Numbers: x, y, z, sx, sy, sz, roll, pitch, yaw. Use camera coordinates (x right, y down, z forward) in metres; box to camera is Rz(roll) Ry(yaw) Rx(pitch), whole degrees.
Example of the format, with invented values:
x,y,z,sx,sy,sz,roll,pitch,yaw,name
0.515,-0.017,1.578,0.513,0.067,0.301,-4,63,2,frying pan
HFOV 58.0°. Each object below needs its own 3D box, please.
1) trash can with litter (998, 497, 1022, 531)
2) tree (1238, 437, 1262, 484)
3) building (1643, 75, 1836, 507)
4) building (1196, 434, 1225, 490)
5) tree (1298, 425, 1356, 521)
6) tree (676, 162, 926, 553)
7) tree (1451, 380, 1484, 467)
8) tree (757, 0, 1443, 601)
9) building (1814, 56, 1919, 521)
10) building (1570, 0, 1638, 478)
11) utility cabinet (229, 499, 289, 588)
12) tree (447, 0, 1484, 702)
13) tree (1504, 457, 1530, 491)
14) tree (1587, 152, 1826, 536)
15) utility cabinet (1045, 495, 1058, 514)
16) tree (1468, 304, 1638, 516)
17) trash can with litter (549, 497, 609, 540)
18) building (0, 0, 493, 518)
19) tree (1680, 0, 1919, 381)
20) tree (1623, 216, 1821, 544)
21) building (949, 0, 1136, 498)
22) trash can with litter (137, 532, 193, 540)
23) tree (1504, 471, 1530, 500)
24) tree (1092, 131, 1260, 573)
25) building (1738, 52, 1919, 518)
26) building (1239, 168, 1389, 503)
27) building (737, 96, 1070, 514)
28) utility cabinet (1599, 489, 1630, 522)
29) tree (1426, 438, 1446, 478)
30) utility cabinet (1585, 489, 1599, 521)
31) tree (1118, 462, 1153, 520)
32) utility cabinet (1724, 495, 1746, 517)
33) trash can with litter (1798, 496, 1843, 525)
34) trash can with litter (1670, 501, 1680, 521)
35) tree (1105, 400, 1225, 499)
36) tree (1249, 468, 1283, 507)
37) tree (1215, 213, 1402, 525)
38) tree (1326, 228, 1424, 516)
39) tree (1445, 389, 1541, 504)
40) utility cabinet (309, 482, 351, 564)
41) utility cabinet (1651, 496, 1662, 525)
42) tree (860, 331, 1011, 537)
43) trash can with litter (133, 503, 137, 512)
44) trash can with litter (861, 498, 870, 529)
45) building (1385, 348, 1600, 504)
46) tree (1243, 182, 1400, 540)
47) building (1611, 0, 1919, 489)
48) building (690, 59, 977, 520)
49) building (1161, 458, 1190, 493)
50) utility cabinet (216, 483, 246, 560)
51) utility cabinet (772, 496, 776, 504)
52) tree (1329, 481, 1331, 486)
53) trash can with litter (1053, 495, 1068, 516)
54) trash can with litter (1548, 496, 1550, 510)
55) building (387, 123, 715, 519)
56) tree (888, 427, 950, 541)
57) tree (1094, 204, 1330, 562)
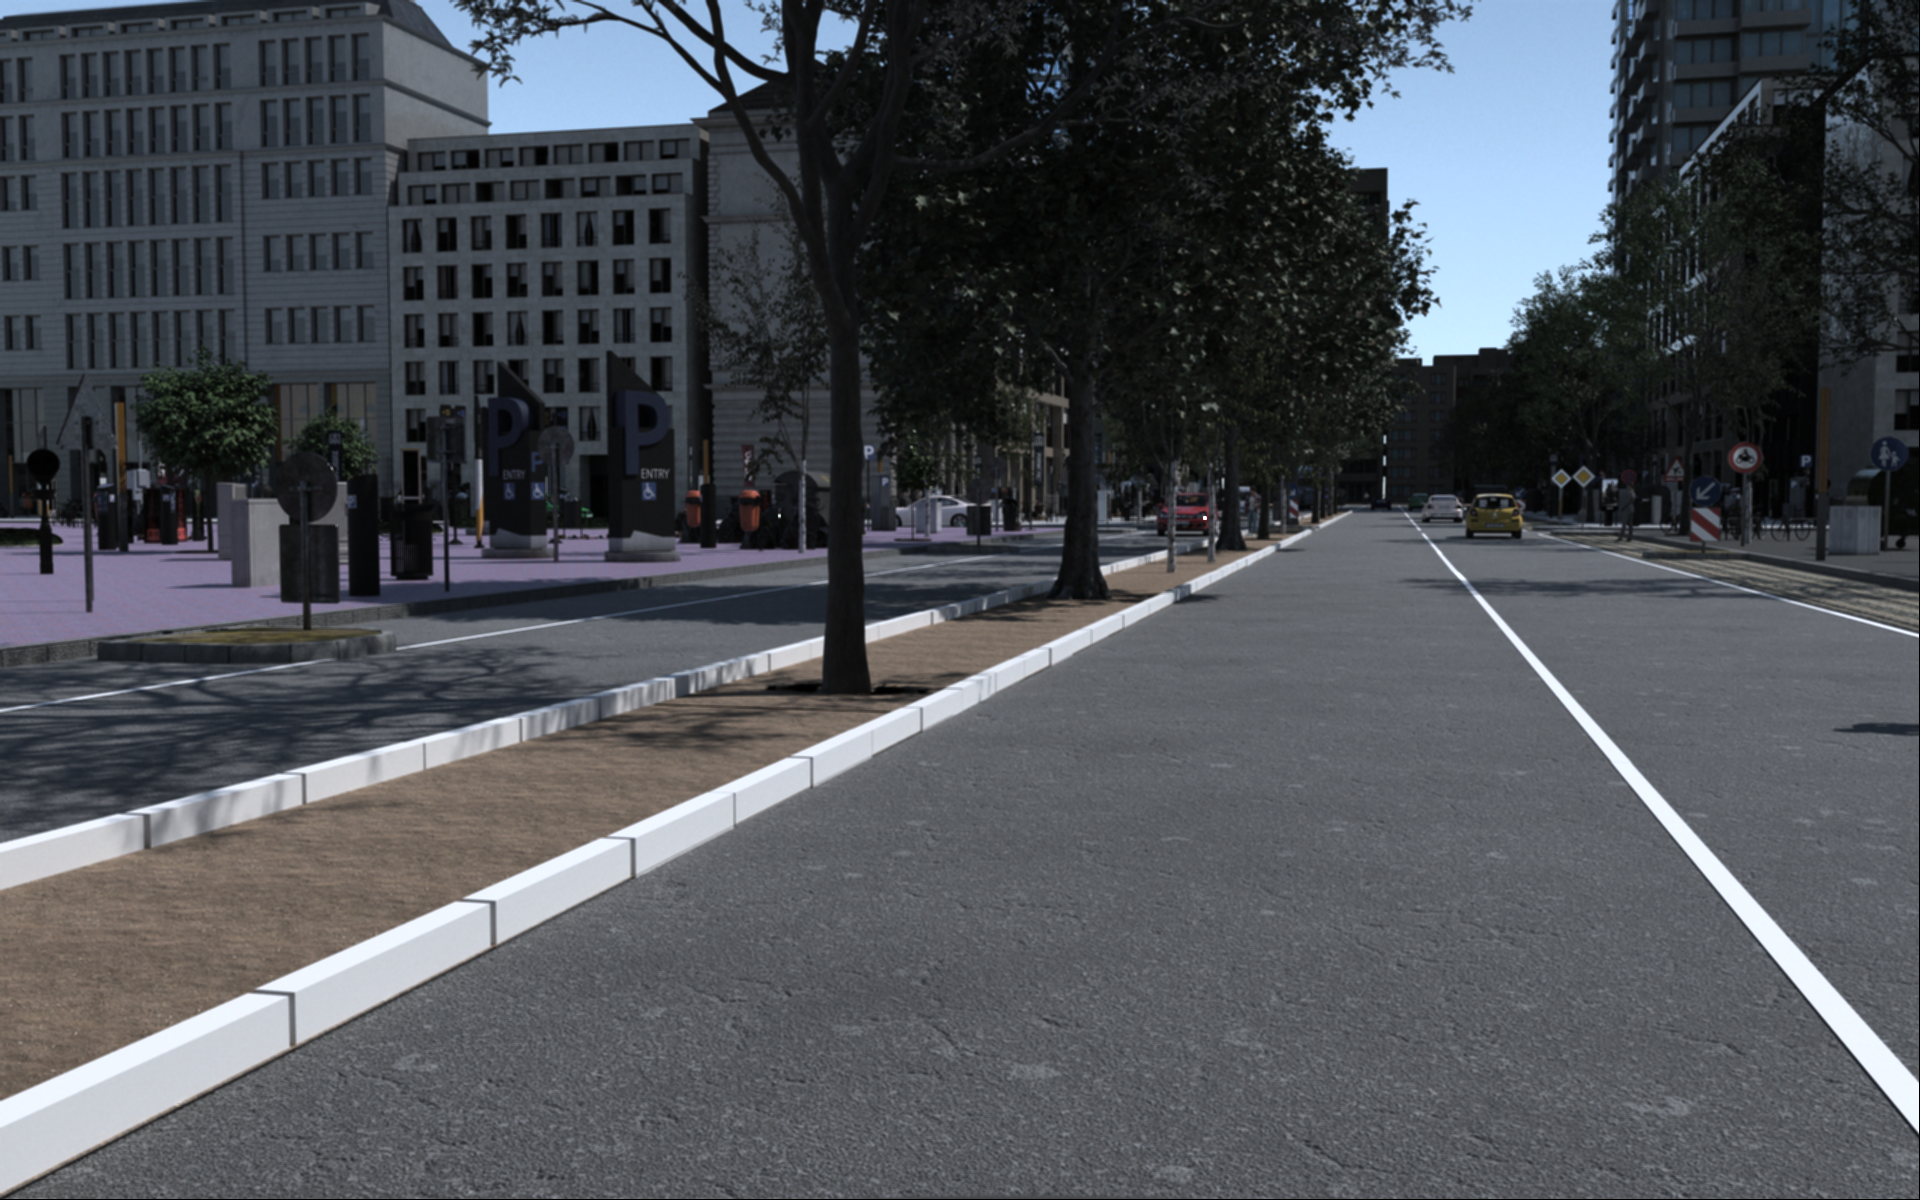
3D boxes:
x,y,z,sx,sy,sz,roll,pitch,yaw,name
1.762,-2.972,59.986,0.624,1.170,1.055,1,4,21,trash can with litter
19.918,-13.265,135.017,7.486,12.596,7.792,0,3,0,tree
59.568,-19.190,118.279,19.350,26.468,34.151,1,4,14,building
23.970,-38.808,254.126,30.456,49.044,23.786,1,4,14,building
19.088,-8.516,92.052,4.360,8.622,3.978,0,3,0,tree
-3.655,-5.332,37.534,4.360,8.622,3.978,0,3,0,tree
28.366,-9.295,77.723,9.928,11.665,9.643,0,3,0,tree
1.684,-6.363,23.508,9.611,12.733,9.660,0,3,0,tree
48.922,-13.626,77.541,16.860,20.320,10.420,1,4,14,building
77.156,-53.125,181.267,22.319,86.520,31.000,1,4,14,building
-9.787,-0.800,24.235,0.306,1.237,1.020,1,4,11,utility cabinet
-0.823,-6.060,11.900,12.009,13.543,11.850,0,3,0,tree
47.069,-12.107,148.315,4.737,8.622,4.395,0,3,0,tree
22.336,-7.759,52.621,9.928,11.665,9.643,0,3,0,tree
5.998,-6.210,112.701,1.020,1.237,0.306,3,5,41,utility cabinet
34.648,-11.258,101.075,9.611,12.733,9.660,0,3,0,tree
-10.684,-2.343,49.358,2.233,1.210,1.678,0,4,2,trash can with litter
-43.401,-19.765,100.646,29.804,29.767,11.434,1,4,14,building
16.014,-5.653,26.841,8.767,10.594,7.601,0,4,6,tree
20.216,-5.769,44.684,4.360,8.622,3.978,0,3,0,tree
6.015,-52.063,163.902,22.319,86.520,31.000,1,4,14,building
-22.415,-2.300,48.665,2.233,1.210,1.678,1,4,9,trash can with litter
39.426,-7.804,122.200,1.663,3.219,1.824,0,3,0,tree
3.876,-4.805,31.390,4.360,8.622,3.978,0,3,0,tree
51.033,-16.214,94.782,12.332,23.373,15.834,1,4,14,building
49.766,-38.099,246.625,21.600,48.544,21.300,1,4,14,building
-3.102,-19.513,123.550,19.350,26.468,34.151,1,4,14,building
29.984,-4.314,79.218,1.173,1.500,0.318,1,4,9,utility cabinet
62.293,-17.114,214.232,8.767,10.594,7.601,0,4,-3,tree
30.297,-4.504,82.317,0.318,1.500,1.173,-2,4,-31,utility cabinet
8.716,-5.534,85.090,1.663,3.219,1.824,0,3,0,tree
38.031,-4.511,84.922,1.020,1.237,0.306,1,4,22,utility cabinet
35.851,-3.701,71.568,1.678,1.210,2.233,-3,4,-39,trash can with litter
33.332,-4.274,81.267,0.624,1.170,1.055,-2,4,-33,trash can with litter
11.987,-11.244,101.966,7.486,12.596,7.792,0,3,0,tree
34.847,-12.960,195.608,4.285,4.588,4.351,0,3,0,tree
14.134,-10.058,73.560,9.857,13.997,8.962,0,3,0,tree
22.633,-15.456,111.053,12.611,20.169,13.585,0,3,0,tree
41.452,-11.880,128.654,7.601,10.594,8.767,2,4,34,tree
-11.328,-1.402,31.594,0.318,1.500,1.173,3,5,43,utility cabinet
28.995,-3.726,72.085,0.306,1.237,1.020,1,4,17,utility cabinet
-0.961,-6.170,51.235,4.737,8.622,4.395,0,3,0,tree
-29.690,-3.118,62.373,1.055,1.170,0.624,-3,4,-38,trash can with litter
-3.466,-2.869,58.300,0.624,1.170,1.055,1,4,13,trash can with litter
75.057,-24.435,244.550,28.899,21.520,27.650,1,4,14,building
9.530,-7.659,53.430,9.928,11.665,9.643,0,3,0,tree
70.458,-32.573,152.180,23.786,49.044,30.456,1,4,14,building
-5.802,-16.319,95.700,11.050,23.489,19.941,1,4,14,building
10.896,-21.741,200.507,28.899,21.520,27.650,1,4,14,building
-14.245,-1.544,33.927,0.318,1.500,1.173,-1,4,-11,utility cabinet
-6.764,-3.271,64.642,0.306,1.237,1.020,-3,5,-42,utility cabinet
11.411,-6.598,60.700,4.737,8.622,4.395,0,3,0,tree
6.442,-5.646,103.363,2.233,1.210,1.678,3,4,38,trash can with litter
40.932,-6.622,119.650,0.624,1.170,1.055,1,4,17,trash can with litter
-20.764,-14.678,94.736,16.860,20.320,10.420,1,4,14,building
-1.309,-3.222,47.277,1.663,3.219,1.824,0,3,0,tree
5.260,-5.077,35.827,4.737,8.622,4.395,0,3,0,tree
